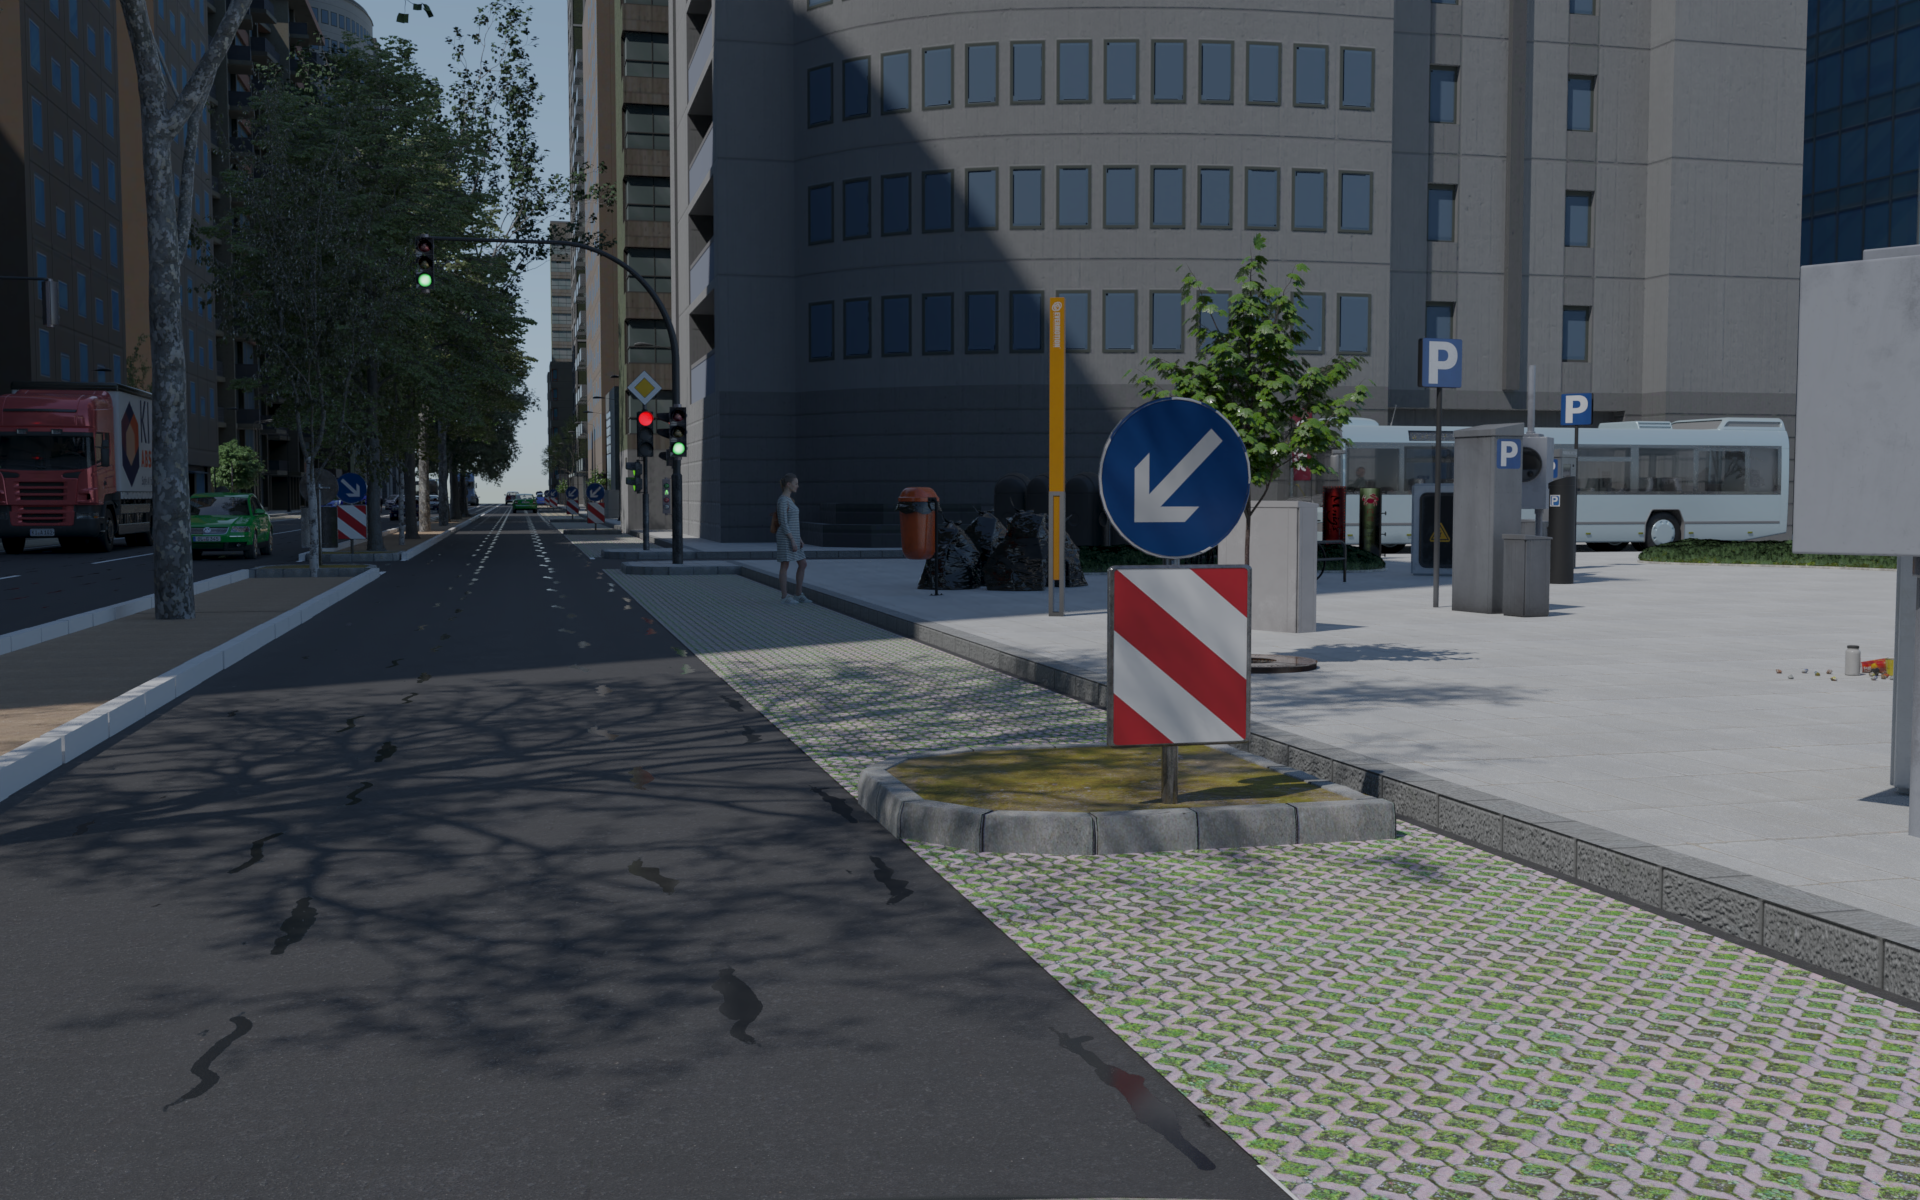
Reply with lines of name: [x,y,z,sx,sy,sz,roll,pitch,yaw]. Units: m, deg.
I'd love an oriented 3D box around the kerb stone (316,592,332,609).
kerb stone: [-7.978,0.037,21.594,0.120,0.150,1.000,-1,4,-14]

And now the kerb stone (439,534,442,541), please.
kerb stone: [-15.700,-1.817,51.925,0.120,0.150,1.000,-1,4,-14]

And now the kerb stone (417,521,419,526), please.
kerb stone: [-25.585,-3.670,82.226,0.120,0.150,1.000,-1,4,-14]

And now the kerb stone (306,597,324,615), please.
kerb stone: [-7.722,0.097,20.604,0.120,0.150,1.000,-1,4,-14]

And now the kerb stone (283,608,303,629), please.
kerb stone: [-7.215,0.218,18.623,0.120,0.150,1.000,-1,4,-14]

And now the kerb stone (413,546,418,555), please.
kerb stone: [-12.665,-1.088,39.989,0.120,0.150,1.000,-1,4,-14]

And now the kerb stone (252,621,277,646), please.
kerb stone: [-6.715,0.340,16.632,0.120,0.150,1.000,-1,4,-14]

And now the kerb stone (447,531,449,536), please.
kerb stone: [-16.959,-2.122,56.898,0.120,0.150,1.000,-1,4,-14]

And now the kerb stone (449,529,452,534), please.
kerb stone: [-17.727,-2.304,59.866,0.120,0.150,1.000,-1,4,-14]

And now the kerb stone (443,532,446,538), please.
kerb stone: [-16.465,-1.998,54.908,0.120,0.150,1.000,-1,4,-14]

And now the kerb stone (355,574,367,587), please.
kerb stone: [-9.250,-0.268,26.573,0.120,0.150,1.000,-1,4,-14]

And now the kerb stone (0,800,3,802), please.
kerb stone: [-4.435,0.887,7.687,0.120,0.150,1.000,-1,4,-14]

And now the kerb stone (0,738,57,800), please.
kerb stone: [-4.694,0.832,8.678,0.120,0.150,1.000,-1,4,-14]

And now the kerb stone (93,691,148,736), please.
kerb stone: [-5.190,0.705,10.668,0.120,0.150,1.000,-1,4,-14]

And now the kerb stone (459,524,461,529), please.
kerb stone: [-19.998,-2.845,68.807,0.120,0.150,1.000,-1,4,-14]

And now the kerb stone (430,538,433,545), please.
kerb stone: [-14.441,-1.515,46.960,0.120,0.150,1.000,-1,4,-14]

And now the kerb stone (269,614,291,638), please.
kerb stone: [-6.963,0.280,17.633,0.120,0.150,1.000,-1,4,-14]

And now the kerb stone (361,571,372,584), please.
kerb stone: [-9.503,-0.327,27.565,0.120,0.150,1.000,-1,4,-14]

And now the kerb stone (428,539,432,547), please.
kerb stone: [-14.180,-1.451,45.961,0.120,0.150,1.000,-1,4,-14]

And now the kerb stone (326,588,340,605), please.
kerb stone: [-8.232,-0.023,22.594,0.120,0.150,1.000,-1,4,-14]

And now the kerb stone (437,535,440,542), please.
kerb stone: [-15.446,-1.758,50.934,0.120,0.150,1.000,-1,4,-14]

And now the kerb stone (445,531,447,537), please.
kerb stone: [-16.715,-2.062,55.905,0.120,0.150,1.000,-1,4,-14]

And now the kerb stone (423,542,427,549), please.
kerb stone: [-13.679,-1.332,43.974,0.120,0.150,1.000,-1,4,-14]

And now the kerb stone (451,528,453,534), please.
kerb stone: [-17.982,-2.365,60.860,0.120,0.150,1.000,-1,4,-14]

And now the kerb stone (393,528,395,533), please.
kerb stone: [-20.519,-2.455,62.344,0.120,0.150,1.000,-1,4,-14]

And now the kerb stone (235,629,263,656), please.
kerb stone: [-6.458,0.401,15.638,0.120,0.150,1.000,-1,4,-14]

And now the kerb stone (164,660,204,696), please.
kerb stone: [-5.699,0.583,12.656,0.120,0.150,1.000,-1,4,-14]

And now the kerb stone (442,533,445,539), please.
kerb stone: [-16.207,-1.940,53.915,0.120,0.150,1.000,-1,4,-14]

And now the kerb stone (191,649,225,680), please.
kerb stone: [-5.957,0.523,13.646,0.120,0.150,1.000,-1,4,-14]

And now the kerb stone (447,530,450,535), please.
kerb stone: [-17.221,-2.183,57.886,0.120,0.150,1.000,-1,4,-14]

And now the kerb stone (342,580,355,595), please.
kerb stone: [-8.736,-0.146,24.584,0.120,0.150,1.000,-1,4,-14]

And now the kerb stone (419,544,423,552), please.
kerb stone: [-13.165,-1.210,41.980,0.120,0.150,1.000,-1,4,-14]

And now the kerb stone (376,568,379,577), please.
kerb stone: [-10.007,-0.446,29.547,0.120,0.150,1.000,-1,4,-14]

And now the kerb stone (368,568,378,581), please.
kerb stone: [-9.748,-0.389,28.558,0.120,0.150,1.000,-1,4,-14]

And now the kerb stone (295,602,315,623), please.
kerb stone: [-7.459,0.158,19.616,0.120,0.150,1.000,-1,4,-14]

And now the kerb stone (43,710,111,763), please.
kerb stone: [-4.940,0.766,9.676,0.120,0.150,1.000,-1,4,-14]

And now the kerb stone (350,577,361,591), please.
kerb stone: [-8.990,-0.207,25.574,0.120,0.150,1.000,-1,4,-14]

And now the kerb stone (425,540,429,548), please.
kerb stone: [-13.933,-1.391,44.969,0.120,0.150,1.000,-1,4,-14]

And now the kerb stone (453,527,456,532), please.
kerb stone: [-18.479,-2.486,62.845,0.120,0.150,1.000,-1,4,-14]

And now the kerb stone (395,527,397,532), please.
kerb stone: [-20.772,-2.506,63.341,0.120,0.150,1.000,-1,4,-14]

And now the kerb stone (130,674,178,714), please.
kerb stone: [-5.446,0.644,11.663,0.120,0.150,1.000,-1,4,-14]

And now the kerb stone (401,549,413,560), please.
kerb stone: [-12.160,-0.964,38.008,0.120,0.150,1.000,-1,4,-14]

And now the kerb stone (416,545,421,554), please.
kerb stone: [-12.915,-1.149,40.989,0.120,0.150,1.000,-1,4,-14]

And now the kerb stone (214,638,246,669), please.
kerb stone: [-6.200,0.462,14.639,0.120,0.150,1.000,-1,4,-14]

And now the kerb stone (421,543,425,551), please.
kerb stone: [-13.424,-1.271,42.977,0.120,0.150,1.000,-1,4,-14]

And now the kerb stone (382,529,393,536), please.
kerb stone: [-20.268,-2.393,61.352,0.120,0.150,1.000,-1,4,-14]

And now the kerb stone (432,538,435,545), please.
kerb stone: [-14.691,-1.575,47.953,0.120,0.150,1.000,-1,4,-14]

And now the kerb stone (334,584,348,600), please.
kerb stone: [-8.481,-0.085,23.586,0.120,0.150,1.000,-1,4,-14]

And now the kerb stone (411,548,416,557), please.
kerb stone: [-12.407,-1.020,39.000,0.120,0.150,1.000,-1,4,-14]

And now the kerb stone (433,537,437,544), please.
kerb stone: [-14.946,-1.635,48.946,0.120,0.150,1.000,-1,4,-14]

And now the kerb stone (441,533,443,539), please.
kerb stone: [-15.956,-1.879,52.922,0.120,0.150,1.000,-1,4,-14]

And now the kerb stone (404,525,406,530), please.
kerb stone: [-22.039,-2.821,68.321,0.120,0.150,1.000,-1,4,-14]

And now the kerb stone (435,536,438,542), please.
kerb stone: [-15.197,-1.695,49.937,0.120,0.150,1.000,-1,4,-14]

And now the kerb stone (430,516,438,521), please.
kerb stone: [-28.875,-4.458,95.130,0.120,0.150,1.000,-1,4,-14]

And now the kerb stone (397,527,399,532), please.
kerb stone: [-21.025,-2.576,64.334,0.120,0.150,1.000,-1,4,-14]

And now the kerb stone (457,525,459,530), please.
kerb stone: [-19.498,-2.727,66.823,0.120,0.150,1.000,-1,4,-14]
